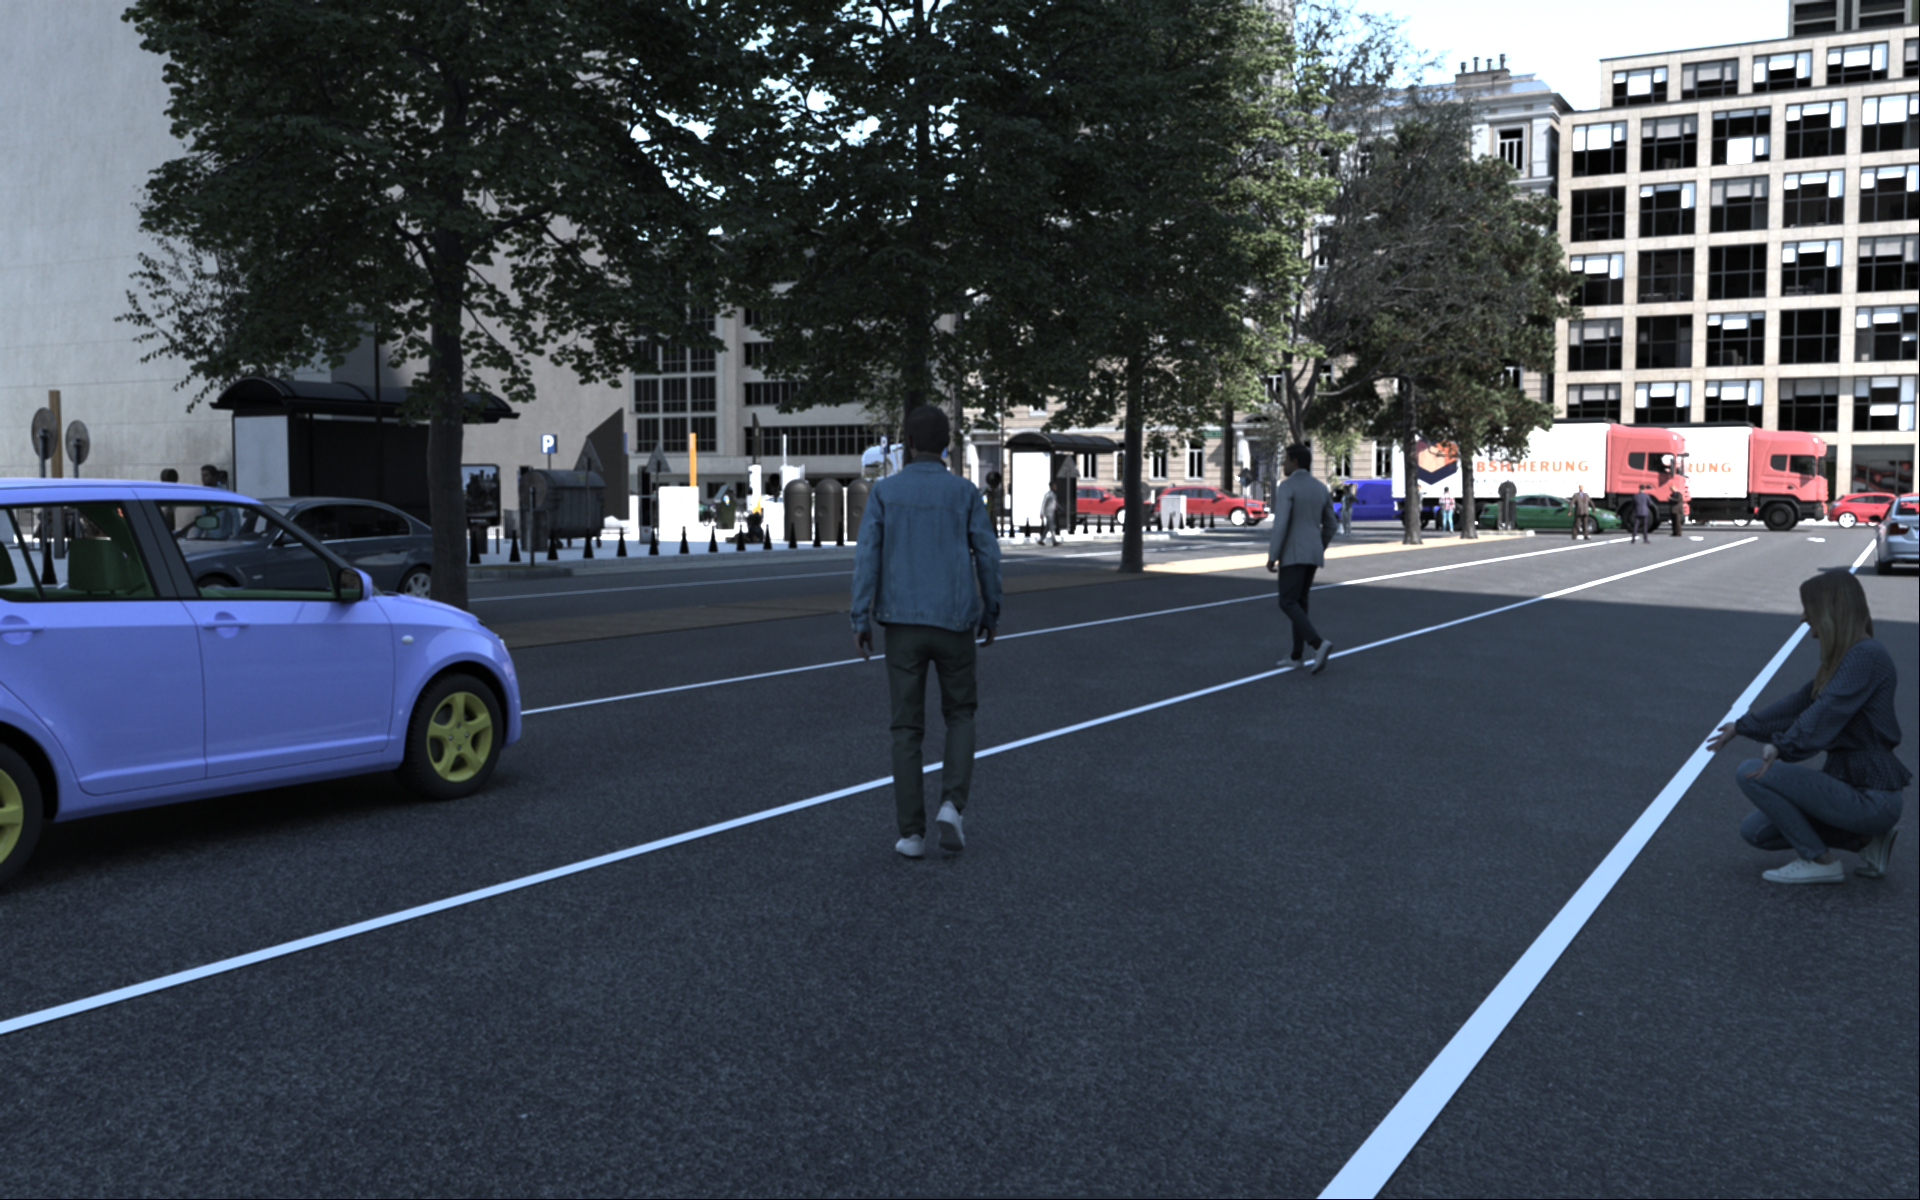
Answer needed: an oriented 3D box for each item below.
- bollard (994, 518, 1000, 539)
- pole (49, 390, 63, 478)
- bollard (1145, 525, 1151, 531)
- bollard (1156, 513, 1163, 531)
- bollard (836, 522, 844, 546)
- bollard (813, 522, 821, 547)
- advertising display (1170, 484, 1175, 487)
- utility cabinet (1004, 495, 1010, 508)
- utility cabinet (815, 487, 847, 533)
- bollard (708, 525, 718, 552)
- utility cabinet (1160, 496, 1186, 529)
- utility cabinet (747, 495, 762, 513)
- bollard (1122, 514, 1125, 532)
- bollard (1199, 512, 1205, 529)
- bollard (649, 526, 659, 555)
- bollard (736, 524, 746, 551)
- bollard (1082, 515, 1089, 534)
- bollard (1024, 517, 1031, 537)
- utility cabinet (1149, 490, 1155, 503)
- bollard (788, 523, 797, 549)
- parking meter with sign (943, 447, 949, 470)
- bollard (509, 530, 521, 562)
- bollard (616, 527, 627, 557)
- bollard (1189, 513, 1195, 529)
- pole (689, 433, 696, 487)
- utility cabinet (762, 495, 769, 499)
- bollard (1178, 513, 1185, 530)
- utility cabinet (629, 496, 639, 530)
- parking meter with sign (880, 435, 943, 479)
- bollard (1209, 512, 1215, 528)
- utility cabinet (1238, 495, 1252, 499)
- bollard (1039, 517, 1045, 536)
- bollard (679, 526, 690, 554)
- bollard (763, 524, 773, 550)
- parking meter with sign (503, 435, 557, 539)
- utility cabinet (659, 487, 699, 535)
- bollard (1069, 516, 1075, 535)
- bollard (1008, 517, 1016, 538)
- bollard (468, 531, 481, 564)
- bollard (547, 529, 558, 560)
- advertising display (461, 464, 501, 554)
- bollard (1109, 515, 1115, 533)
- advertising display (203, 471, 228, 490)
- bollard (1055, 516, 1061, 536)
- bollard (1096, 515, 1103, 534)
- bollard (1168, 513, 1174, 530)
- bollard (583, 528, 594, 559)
[{"bbox_3d":[1.028,-2.070,49.878,0.229,0.601,0.229,0,3,0],"label":"bollard"},{"bbox_3d":[-17.806,-2.466,34.158,0.158,3.312,0.155,0,3,0],"label":"pole"},{"bbox_3d":[6.513,-2.679,59.845,0.229,0.601,0.229,0,3,0],"label":"bollard"},{"bbox_3d":[7.008,-2.734,60.746,0.229,0.601,0.229,0,3,0],"label":"bollard"},{"bbox_3d":[-2.952,-1.628,42.653,0.229,0.601,0.229,0,3,0],"label":"bollard"},{"bbox_3d":[-3.446,-1.573,41.752,0.229,0.601,0.229,0,3,0],"label":"bollard"},{"bbox_3d":[13.122,-6.224,106.977,0.123,1.923,0.974,0,4,-1],"label":"advertising display"},{"bbox_3d":[3.365,-6.192,112.398,1.020,1.237,0.306,-2,4,-26],"label":"utility cabinet"},{"bbox_3d":[-4.130,-2.899,56.071,0.318,1.500,1.173,3,5,45],"label":"utility cabinet"},{"bbox_3d":[-5.438,-1.352,38.146,0.229,0.601,0.229,0,3,0],"label":"bollard"},{"bbox_3d":[7.867,-3.232,64.010,0.306,1.237,1.020,-3,5,-41],"label":"utility cabinet"},{"bbox_3d":[-13.693,-6.320,114.499,0.306,1.237,1.020,-3,5,-40],"label":"utility cabinet"},{"bbox_3d":[5.522,-2.569,58.046,0.229,0.601,0.229,0,3,0],"label":"bollard"},{"bbox_3d":[9.003,-2.956,64.364,0.229,0.601,0.229,0,3,0],"label":"bollard"},{"bbox_3d":[-6.428,-1.242,36.346,0.229,0.601,0.229,0,3,0],"label":"bollard"},{"bbox_3d":[-4.941,-1.407,39.045,0.229,0.601,0.229,0,3,0],"label":"bollard"},{"bbox_3d":[4.016,-2.402,55.314,0.229,0.601,0.229,0,3,0],"label":"bollard"},{"bbox_3d":[2.018,-2.180,51.686,0.229,0.601,0.229,0,3,0],"label":"bollard"},{"bbox_3d":[11.769,-5.774,103.080,1.173,1.500,0.318,-3,4,-36],"label":"utility cabinet"},{"bbox_3d":[-3.945,-1.518,40.854,0.229,0.601,0.229,0,3,0],"label":"bollard"},{"bbox_3d":[-1.079,-3.661,56.116,0.543,3.016,1.738,2,4,32],"label":"parking meter with sign"},{"bbox_3d":[-8.417,-1.021,32.735,0.229,0.601,0.229,0,3,0],"label":"bollard"},{"bbox_3d":[-6.925,-1.187,35.447,0.229,0.601,0.229,0,3,0],"label":"bollard"},{"bbox_3d":[8.501,-2.900,63.458,0.229,0.601,0.229,0,3,0],"label":"bollard"},{"bbox_3d":[-8.940,-3.924,58.001,0.158,3.312,0.155,0,3,0],"label":"pole"},{"bbox_3d":[-14.140,-6.984,125.356,0.306,1.237,1.020,-2,4,-29],"label":"utility cabinet"},{"bbox_3d":[8.007,-2.845,62.557,0.229,0.601,0.229,0,3,0],"label":"bollard"},{"bbox_3d":[-11.842,-3.138,62.469,0.306,1.237,1.020,0,4,6],"label":"utility cabinet"},{"bbox_3d":[-1.488,-3.409,51.998,1.738,3.016,0.543,-2,4,-27],"label":"parking meter with sign"},{"bbox_3d":[9.496,-3.011,65.265,0.229,0.601,0.229,0,3,0],"label":"bollard"},{"bbox_3d":[16.784,-5.591,102.576,1.020,1.237,0.306,3,5,43],"label":"utility cabinet"},{"bbox_3d":[2.516,-2.235,52.590,0.229,0.601,0.229,0,3,0],"label":"bollard"},{"bbox_3d":[-5.933,-1.297,37.246,0.229,0.601,0.229,0,3,0],"label":"bollard"},{"bbox_3d":[-4.440,-1.463,39.954,0.229,0.601,0.229,0,3,0],"label":"bollard"},{"bbox_3d":[-12.471,-3.298,50.176,0.543,3.016,1.738,2,4,30],"label":"parking meter with sign"},{"bbox_3d":[-8.647,-2.729,53.301,1.173,1.500,0.318,0,4,-2],"label":"utility cabinet"},{"bbox_3d":[3.519,-2.347,54.409,0.229,0.601,0.229,0,3,0],"label":"bollard"},{"bbox_3d":[1.523,-2.125,50.786,0.229,0.601,0.229,0,3,0],"label":"bollard"},{"bbox_3d":[-8.920,-0.965,31.827,0.229,0.601,0.229,0,3,0],"label":"bollard"},{"bbox_3d":[-7.917,-1.077,33.643,0.229,0.601,0.229,0,3,0],"label":"bollard"},{"bbox_3d":[-10.327,-1.952,37.121,0.974,1.923,0.123,1,4,9],"label":"advertising display"},{"bbox_3d":[5.018,-2.513,57.126,0.229,0.601,0.229,0,3,0],"label":"bollard"},{"bbox_3d":[-20.308,-2.574,47.290,0.123,1.923,0.974,1,4,10],"label":"advertising display"},{"bbox_3d":[3.012,-2.290,53.490,0.229,0.601,0.229,0,3,0],"label":"bollard"},{"bbox_3d":[4.518,-2.458,56.223,0.229,0.601,0.229,0,3,0],"label":"bollard"},{"bbox_3d":[7.508,-2.790,61.655,0.229,0.601,0.229,0,3,0],"label":"bollard"},{"bbox_3d":[-7.417,-1.132,34.546,0.229,0.601,0.229,0,3,0],"label":"bollard"}]
